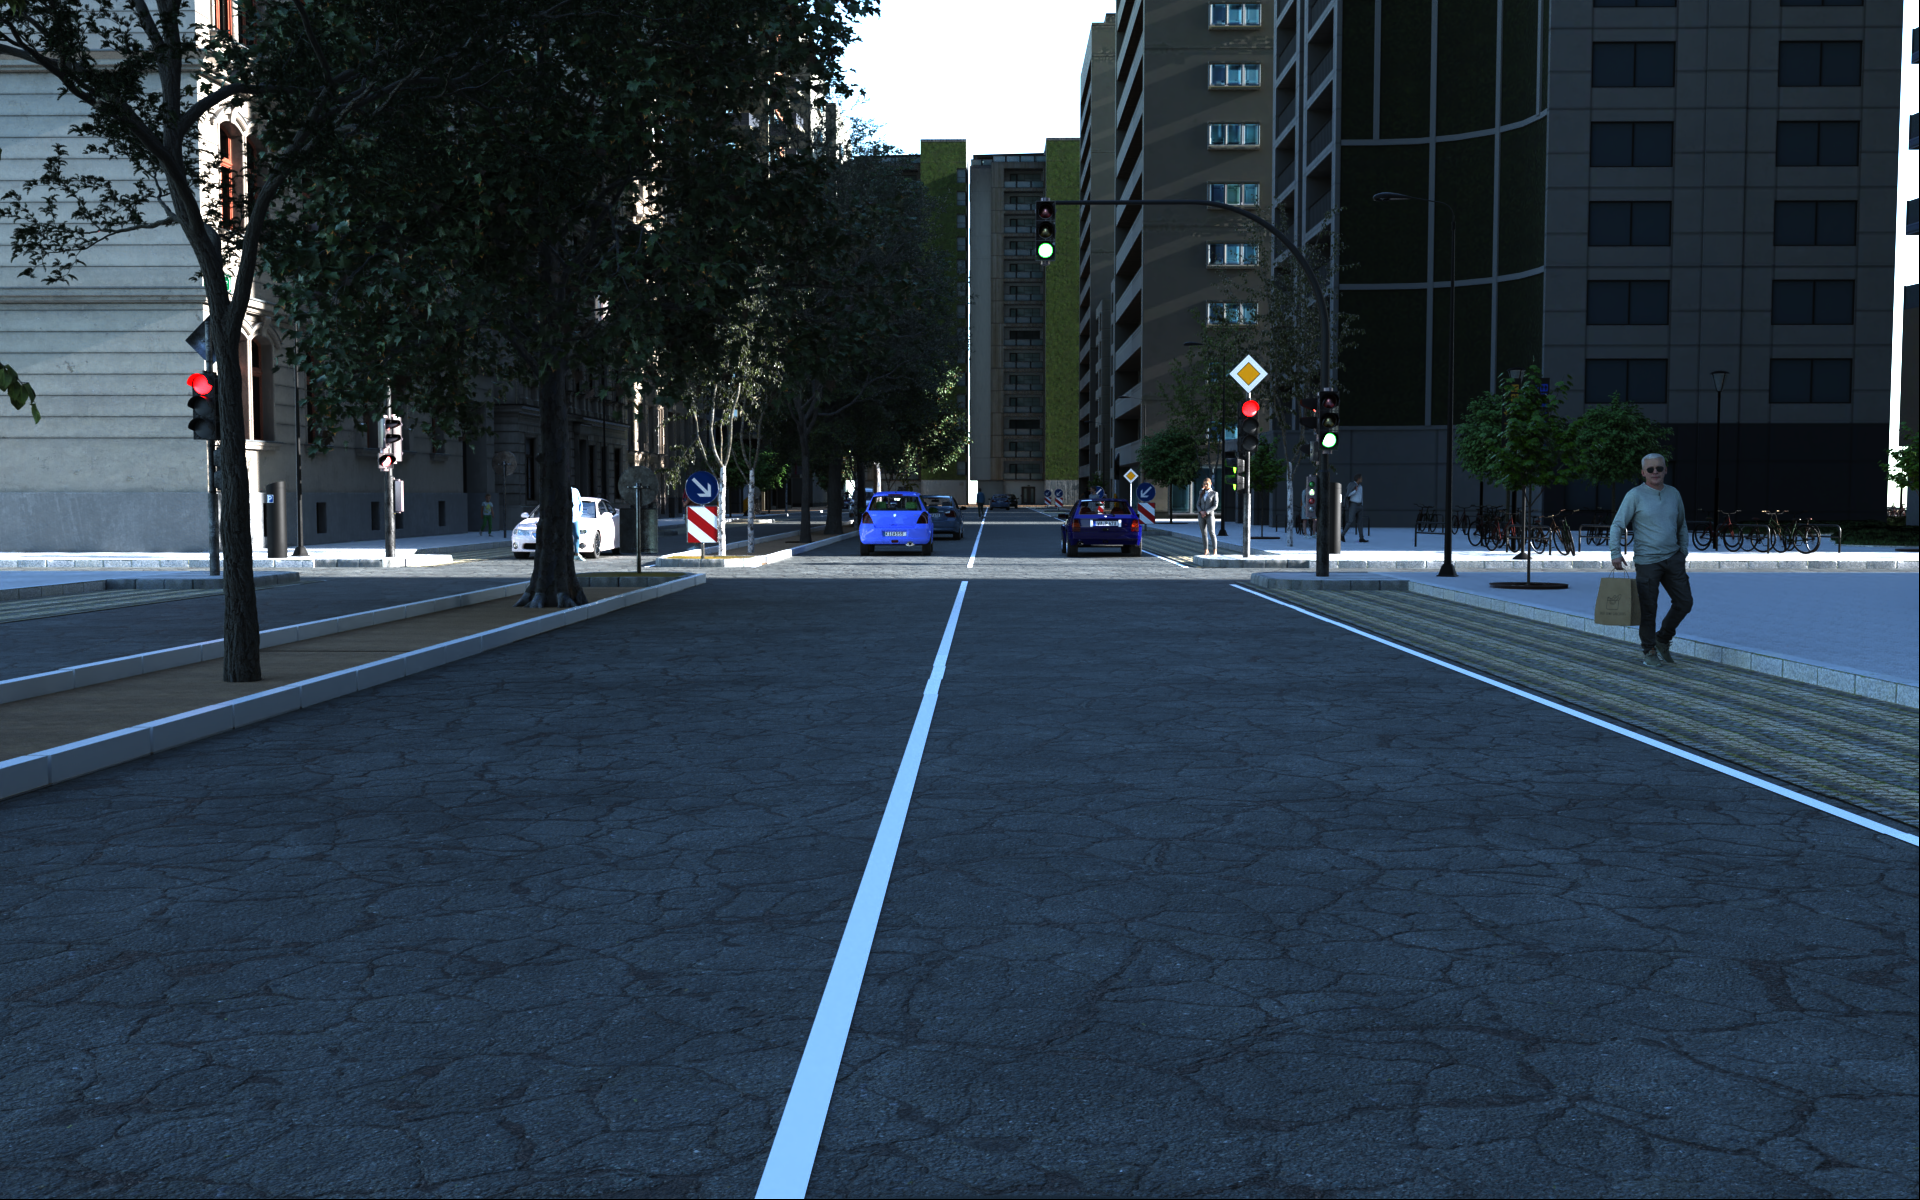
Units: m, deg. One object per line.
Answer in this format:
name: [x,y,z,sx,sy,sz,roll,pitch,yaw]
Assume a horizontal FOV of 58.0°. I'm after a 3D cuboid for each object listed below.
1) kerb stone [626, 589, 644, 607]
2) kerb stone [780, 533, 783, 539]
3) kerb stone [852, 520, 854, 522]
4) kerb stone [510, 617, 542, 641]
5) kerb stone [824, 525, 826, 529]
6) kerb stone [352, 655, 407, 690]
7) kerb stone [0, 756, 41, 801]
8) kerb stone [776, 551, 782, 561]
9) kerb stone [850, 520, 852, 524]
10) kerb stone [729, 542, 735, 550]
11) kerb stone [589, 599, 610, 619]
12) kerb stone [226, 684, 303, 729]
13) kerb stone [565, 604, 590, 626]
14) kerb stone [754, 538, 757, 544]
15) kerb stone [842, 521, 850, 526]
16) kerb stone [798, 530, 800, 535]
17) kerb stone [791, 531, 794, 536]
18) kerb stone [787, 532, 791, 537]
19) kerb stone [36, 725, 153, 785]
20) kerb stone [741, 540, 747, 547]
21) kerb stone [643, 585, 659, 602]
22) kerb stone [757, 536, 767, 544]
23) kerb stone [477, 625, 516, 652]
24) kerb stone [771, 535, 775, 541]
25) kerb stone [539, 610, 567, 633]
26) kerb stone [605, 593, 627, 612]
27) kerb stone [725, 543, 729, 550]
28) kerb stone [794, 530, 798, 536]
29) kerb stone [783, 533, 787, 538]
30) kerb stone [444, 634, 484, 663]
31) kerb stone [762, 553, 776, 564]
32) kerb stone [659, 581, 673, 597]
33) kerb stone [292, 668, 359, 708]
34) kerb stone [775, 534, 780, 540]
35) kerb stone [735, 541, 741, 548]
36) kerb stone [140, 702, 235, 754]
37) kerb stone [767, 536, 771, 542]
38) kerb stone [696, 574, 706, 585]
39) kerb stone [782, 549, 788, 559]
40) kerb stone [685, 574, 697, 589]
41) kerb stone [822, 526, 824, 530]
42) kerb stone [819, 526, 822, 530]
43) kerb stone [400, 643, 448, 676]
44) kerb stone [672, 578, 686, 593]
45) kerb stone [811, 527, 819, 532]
kerb stone: [-4.273,-0.010,22.364,0.120,0.150,1.000,0,4,1]
kerb stone: [-5.783,-1.983,54.718,0.120,0.150,1.000,0,4,1]
kerb stone: [-5.278,-3.679,82.422,0.120,0.150,1.000,0,4,1]
kerb stone: [-4.369,0.306,17.215,0.120,0.150,1.000,0,4,1]
kerb stone: [-5.519,-2.868,69.087,0.120,0.150,1.000,0,4,1]
kerb stone: [-4.434,0.558,13.109,0.120,0.150,1.000,0,4,1]
kerb stone: [-4.541,0.869,7.994,0.120,0.150,1.000,0,4,1]
kerb stone: [-4.000,-0.919,37.248,0.120,0.150,1.000,0,4,1]
kerb stone: [-5.302,-3.621,81.395,0.120,0.150,1.000,0,4,1]
kerb stone: [-5.967,-1.354,44.477,0.120,0.150,1.000,0,4,1]
kerb stone: [-4.306,0.119,20.303,0.120,0.150,1.000,0,4,1]
kerb stone: [-4.477,0.682,11.066,0.120,0.150,1.000,0,4,1]
kerb stone: [-4.328,0.179,19.281,0.120,0.150,1.000,0,4,1]
kerb stone: [-5.898,-1.611,48.579,0.120,0.150,1.000,0,4,1]
kerb stone: [-5.313,-3.557,80.362,0.120,0.150,1.000,0,4,1]
kerb stone: [-5.690,-2.303,59.848,0.120,0.150,1.000,0,4,1]
kerb stone: [-5.726,-2.170,57.791,0.120,0.150,1.000,0,4,1]
kerb stone: [-5.747,-2.114,56.766,0.120,0.150,1.000,0,4,1]
kerb stone: [-4.517,0.806,9.016,0.120,0.150,1.000,0,4,1]
kerb stone: [-5.926,-1.488,46.527,0.120,0.150,1.000,0,4,1]
kerb stone: [-4.253,-0.073,23.389,0.120,0.150,1.000,0,4,1]
kerb stone: [-5.855,-1.736,50.625,0.120,0.150,1.000,0,4,1]
kerb stone: [-4.375,0.368,16.181,0.120,0.150,1.000,0,4,1]
kerb stone: [-5.814,-1.864,52.673,0.120,0.150,1.000,0,4,1]
kerb stone: [-4.353,0.242,18.251,0.120,0.150,1.000,0,4,1]
kerb stone: [-4.296,0.053,21.336,0.120,0.150,1.000,0,4,1]
kerb stone: [-5.989,-1.298,43.440,0.120,0.150,1.000,0,4,1]
kerb stone: [-5.705,-2.240,58.815,0.120,0.150,1.000,0,4,1]
kerb stone: [-5.763,-2.052,55.740,0.120,0.150,1.000,0,4,1]
kerb stone: [-4.398,0.432,15.155,0.120,0.150,1.000,0,4,1]
kerb stone: [-4.017,-0.858,36.221,0.120,0.150,1.000,0,4,1]
kerb stone: [-4.228,-0.131,24.410,0.120,0.150,1.000,0,4,1]
kerb stone: [-4.455,0.618,12.088,0.120,0.150,1.000,0,4,1]
kerb stone: [-5.795,-1.927,53.696,0.120,0.150,1.000,0,4,1]
kerb stone: [-5.957,-1.423,45.499,0.120,0.150,1.000,0,4,1]
kerb stone: [-4.497,0.743,10.044,0.120,0.150,1.000,0,4,1]
kerb stone: [-5.832,-1.801,51.647,0.120,0.150,1.000,0,4,1]
kerb stone: [-4.174,-0.321,27.487,0.120,0.150,1.000,0,4,1]
kerb stone: [-3.982,-0.983,38.270,0.120,0.150,1.000,0,4,1]
kerb stone: [-4.198,-0.255,26.462,0.120,0.150,1.000,0,4,1]
kerb stone: [-5.541,-2.805,68.064,0.120,0.150,1.000,0,4,1]
kerb stone: [-5.556,-2.742,67.041,0.120,0.150,1.000,0,4,1]
kerb stone: [-4.414,0.494,14.133,0.120,0.150,1.000,0,4,1]
kerb stone: [-4.206,-0.198,25.432,0.120,0.150,1.000,0,4,1]
kerb stone: [-5.570,-2.677,66.019,0.120,0.150,1.000,0,4,1]
